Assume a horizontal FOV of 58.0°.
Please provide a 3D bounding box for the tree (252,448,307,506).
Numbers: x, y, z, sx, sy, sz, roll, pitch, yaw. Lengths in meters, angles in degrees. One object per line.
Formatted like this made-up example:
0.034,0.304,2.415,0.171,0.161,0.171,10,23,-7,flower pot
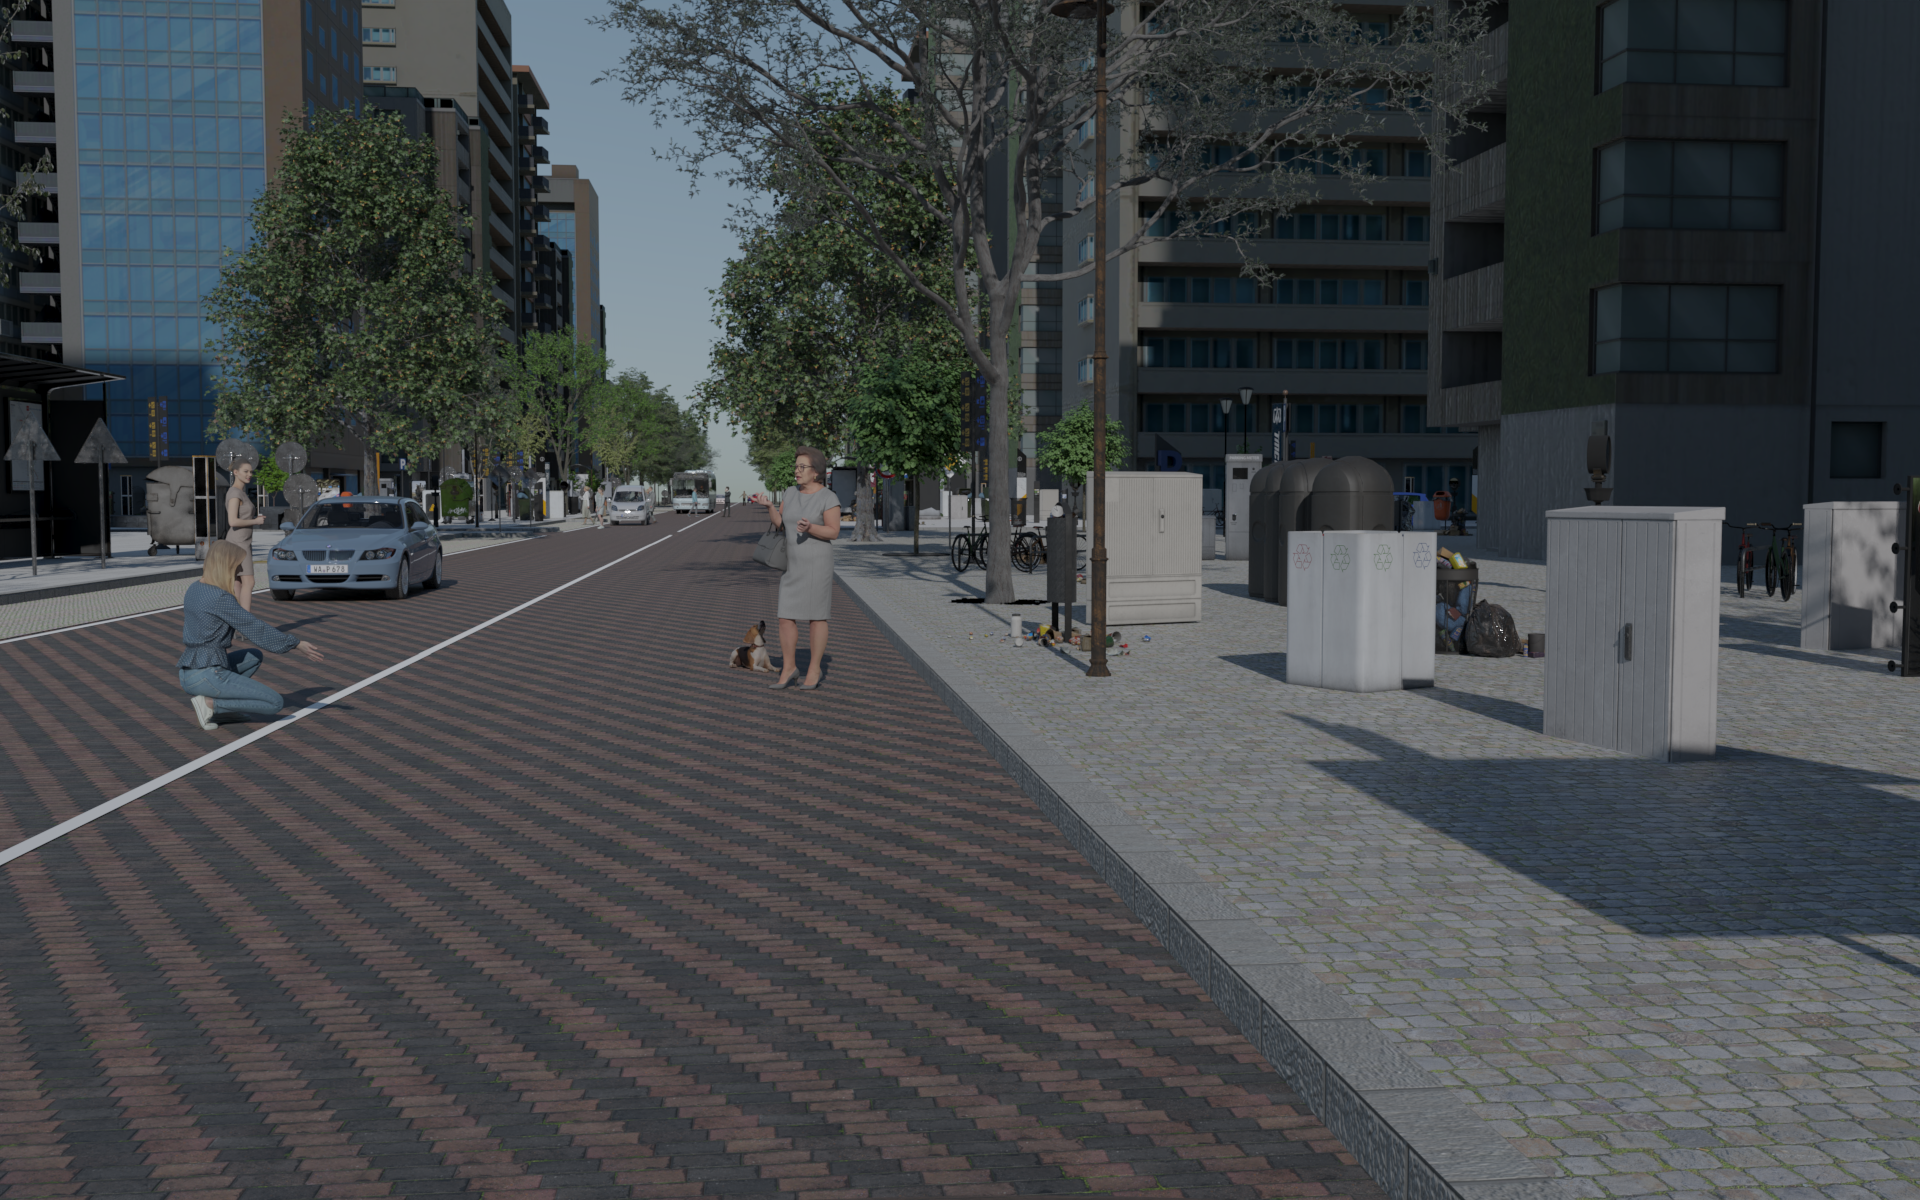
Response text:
-27.108,-4.528,68.635,1.663,3.219,1.824,0,3,0,tree

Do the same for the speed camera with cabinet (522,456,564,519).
-21.769,-5.872,90.340,2.038,3.252,0.660,-2,4,-28,speed camera with cabinet

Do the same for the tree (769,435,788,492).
-21.324,-15.641,206.084,4.737,8.622,4.395,0,3,0,tree

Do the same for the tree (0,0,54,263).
-14.171,-4.445,23.044,4.360,8.622,3.978,0,3,0,tree

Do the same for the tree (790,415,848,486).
-7.056,-8.412,87.901,4.360,8.622,3.978,0,3,0,tree

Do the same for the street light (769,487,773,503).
-27.488,-17.175,253.592,0.468,5.910,1.993,0,4,-7,street light

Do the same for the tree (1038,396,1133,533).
4.263,-4.561,58.286,4.285,4.588,4.351,0,3,0,tree

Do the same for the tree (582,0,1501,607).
0.387,-6.693,19.801,12.009,13.543,11.850,0,3,0,tree

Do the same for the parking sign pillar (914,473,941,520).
-1.670,-6.059,87.541,1.447,3.967,1.447,1,4,10,parking sign pillar

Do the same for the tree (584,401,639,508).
-27.921,-11.477,138.011,4.737,8.622,4.395,0,3,0,tree

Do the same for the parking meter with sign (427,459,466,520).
-25.157,-5.421,84.893,1.738,3.016,0.543,-1,4,-11,parking meter with sign

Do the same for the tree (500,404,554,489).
-32.587,-10.958,129.526,4.737,8.622,4.395,0,3,0,tree

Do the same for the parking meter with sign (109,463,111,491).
-41.703,-5.399,84.533,0.543,3.016,1.738,-2,4,-25,parking meter with sign

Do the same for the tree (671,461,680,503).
-38.372,-17.254,232.463,4.360,8.622,3.978,0,3,0,tree

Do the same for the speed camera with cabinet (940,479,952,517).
-1.036,-6.377,98.601,0.660,3.252,2.038,-1,4,-19,speed camera with cabinet

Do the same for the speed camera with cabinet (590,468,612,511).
-27.022,-8.282,129.750,2.038,3.252,0.660,2,4,35,speed camera with cabinet

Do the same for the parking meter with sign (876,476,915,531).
-2.280,-3.898,59.987,0.543,3.016,1.738,3,5,43,parking meter with sign

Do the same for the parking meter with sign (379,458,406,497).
-28.064,-5.422,84.915,1.738,3.016,0.543,1,4,14,parking meter with sign

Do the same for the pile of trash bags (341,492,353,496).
-25.099,-3.842,72.577,1.912,1.369,3.447,0,4,2,pile of trash bags

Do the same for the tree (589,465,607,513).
-24.629,-7.443,116.296,1.663,3.219,1.824,0,3,0,tree

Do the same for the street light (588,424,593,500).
-23.992,-8.561,112.760,0.468,5.910,1.993,0,4,-7,street light

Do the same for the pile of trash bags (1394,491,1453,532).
14.284,-2.831,56.041,3.447,1.369,1.912,3,5,40,pile of trash bags

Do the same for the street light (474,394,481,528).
-18.478,-5.708,66.112,0.468,5.910,1.993,0,4,-7,street light

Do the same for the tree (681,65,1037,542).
-2.698,-7.925,46.585,9.611,12.733,9.660,0,3,0,tree

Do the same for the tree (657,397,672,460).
-30.073,-14.084,156.029,9.928,11.665,9.643,0,3,0,tree

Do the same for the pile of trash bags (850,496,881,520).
-4.594,-4.727,87.032,1.912,1.369,3.447,-1,4,-19,pile of trash bags

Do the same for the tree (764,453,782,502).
-11.067,-7.923,113.256,4.285,4.588,4.351,0,3,0,tree

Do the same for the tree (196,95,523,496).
-17.285,-8.150,50.255,9.611,12.733,9.660,0,3,0,tree

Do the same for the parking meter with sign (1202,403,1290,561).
5.459,-2.275,33.455,1.738,3.016,0.543,0,4,6,parking meter with sign

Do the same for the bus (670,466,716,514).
-19.718,-8.202,128.965,2.948,3.499,13.247,0,4,-6,bus

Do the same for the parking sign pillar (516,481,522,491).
-34.612,-9.007,135.733,1.447,3.967,1.447,0,4,-5,parking sign pillar

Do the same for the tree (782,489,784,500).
-18.908,-20.315,188.040,12.611,20.169,13.585,0,3,0,tree

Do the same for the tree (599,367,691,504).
-31.691,-16.264,172.564,9.857,13.997,8.962,0,3,0,tree

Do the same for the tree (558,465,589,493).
-25.612,-7.308,114.094,1.663,3.219,1.824,0,3,0,tree

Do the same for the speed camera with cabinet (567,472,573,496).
-25.964,-7.164,111.459,2.038,3.252,0.660,0,4,-4,speed camera with cabinet

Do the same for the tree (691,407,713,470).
-36.383,-18.958,216.621,9.857,13.997,8.962,0,3,0,tree

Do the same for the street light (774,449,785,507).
-17.777,-12.106,170.728,0.468,5.910,1.993,0,4,-7,street light

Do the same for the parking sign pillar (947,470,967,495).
-0.205,-7.901,117.647,1.447,3.967,1.447,1,4,21,parking sign pillar

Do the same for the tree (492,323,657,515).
-24.453,-11.051,106.434,9.928,11.665,9.643,0,3,0,tree

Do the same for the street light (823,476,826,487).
-4.600,-5.259,58.773,0.468,5.910,1.993,0,4,-7,street light

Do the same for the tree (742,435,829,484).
-15.788,-15.659,162.683,9.857,13.997,8.962,0,3,0,tree

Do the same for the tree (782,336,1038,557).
-0.921,-3.202,36.061,4.285,4.588,4.351,0,3,0,tree

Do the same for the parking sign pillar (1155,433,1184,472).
9.328,-5.421,77.100,1.447,3.967,1.447,-2,4,-24,parking sign pillar

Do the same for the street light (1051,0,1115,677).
0.978,-2.401,12.051,0.468,5.910,1.993,0,4,-7,street light

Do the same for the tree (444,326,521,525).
-19.731,-7.345,70.453,4.360,8.622,3.978,0,3,0,tree

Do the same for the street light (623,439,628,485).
-27.351,-10.358,142.133,0.468,5.910,1.993,0,4,-7,street light

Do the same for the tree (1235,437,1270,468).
9.566,-3.889,58.191,1.663,3.219,1.824,0,3,0,tree

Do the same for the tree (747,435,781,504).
-24.777,-18.684,231.236,9.928,11.665,9.643,0,3,0,tree

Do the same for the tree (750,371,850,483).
-11.229,-12.453,121.726,7.486,12.596,7.792,0,3,0,tree
